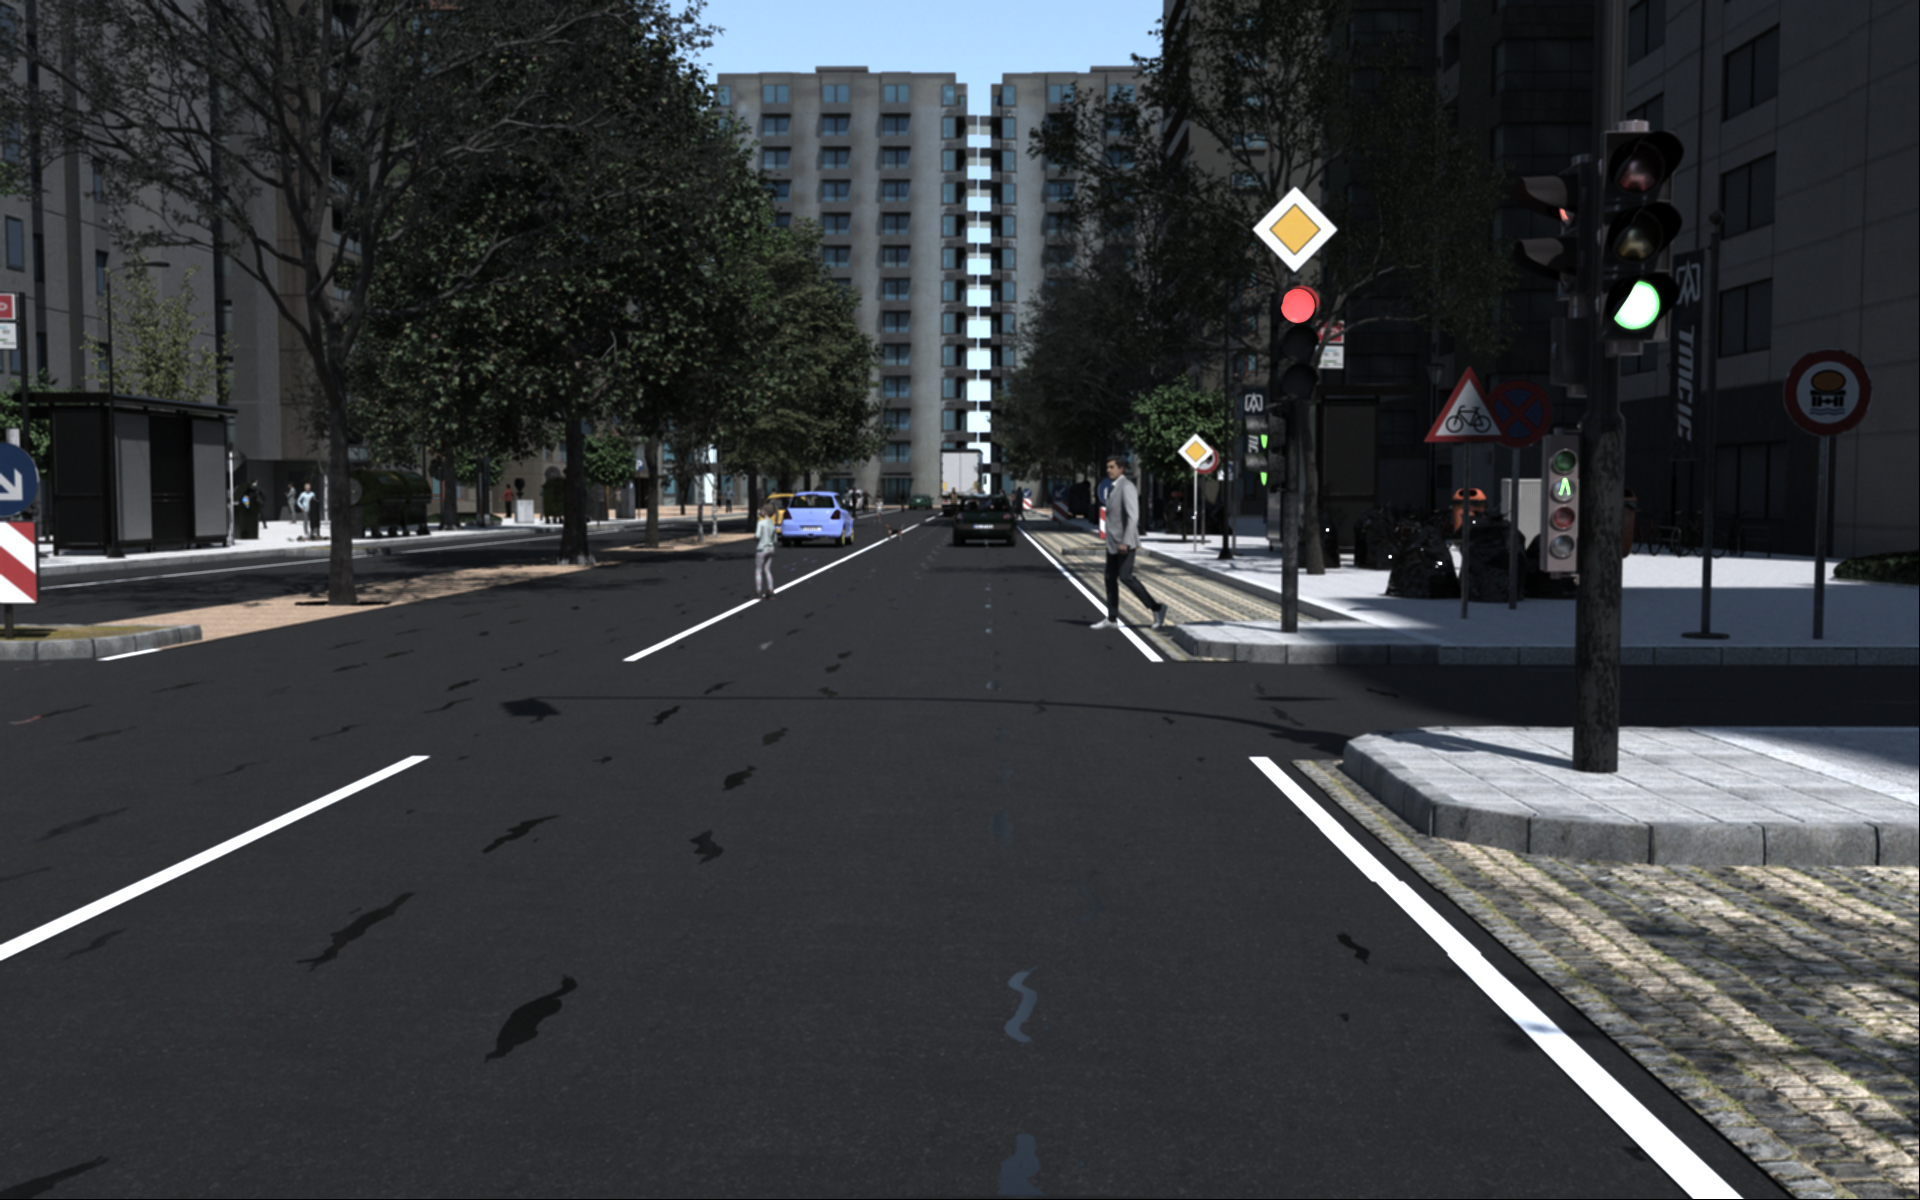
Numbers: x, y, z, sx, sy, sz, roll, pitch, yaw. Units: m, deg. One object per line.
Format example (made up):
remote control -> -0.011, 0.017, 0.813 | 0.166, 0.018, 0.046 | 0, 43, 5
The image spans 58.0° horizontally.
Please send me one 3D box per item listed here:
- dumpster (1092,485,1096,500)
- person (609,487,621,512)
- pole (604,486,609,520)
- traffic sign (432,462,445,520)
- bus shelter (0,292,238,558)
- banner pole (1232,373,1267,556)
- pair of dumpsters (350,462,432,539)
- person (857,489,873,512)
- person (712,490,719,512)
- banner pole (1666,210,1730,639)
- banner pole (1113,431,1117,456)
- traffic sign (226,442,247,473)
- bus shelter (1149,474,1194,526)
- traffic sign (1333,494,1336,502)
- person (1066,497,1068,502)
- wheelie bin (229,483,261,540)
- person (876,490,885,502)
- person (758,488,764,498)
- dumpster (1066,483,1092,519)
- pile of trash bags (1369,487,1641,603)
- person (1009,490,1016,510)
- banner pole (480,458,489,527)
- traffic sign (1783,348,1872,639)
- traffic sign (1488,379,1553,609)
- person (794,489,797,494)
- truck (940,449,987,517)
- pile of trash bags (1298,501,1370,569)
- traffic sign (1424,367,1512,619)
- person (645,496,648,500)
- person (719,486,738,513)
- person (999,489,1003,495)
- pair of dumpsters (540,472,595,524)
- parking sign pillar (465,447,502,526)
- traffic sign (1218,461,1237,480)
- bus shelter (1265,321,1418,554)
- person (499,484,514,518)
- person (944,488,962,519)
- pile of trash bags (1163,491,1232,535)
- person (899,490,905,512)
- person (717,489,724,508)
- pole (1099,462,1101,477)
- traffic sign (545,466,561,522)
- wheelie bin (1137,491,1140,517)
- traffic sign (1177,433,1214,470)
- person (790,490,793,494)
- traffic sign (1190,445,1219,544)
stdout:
dumpster -> 7.647, -5.333, 89.694 | 1.502, 2.255, 1.985 | 0, 4, 1
person -> -24.681, -7.278, 125.042 | 1.348, 1.824, 0.705 | 1, 4, 11
pole -> -17.489, -5.610, 85.564 | 0.158, 3.312, 0.155 | 0, 3, 0
traffic sign -> -20.132, -4.103, 67.193 | 0.768, 2.556, 0.104 | 0, 4, 7
bus shelter -> -18.413, -3.638, 37.117 | 2.179, 5.291, 8.768 | 0, 4, 1
banner pole -> 5.939, -2.812, 35.993 | 0.863, 3.779, 0.401 | 0, 4, -2
pair of dumpsters -> -17.001, -2.970, 51.059 | 1.574, 2.255, 4.437 | 0, 4, 1
person -> -7.365, -7.728, 134.989 | 1.348, 1.807, 0.705 | 1, 4, 15
person -> -17.875, -7.359, 126.371 | 0.705, 1.822, 1.348 | 1, 4, 10
banner pole -> 6.624, -1.565, 15.608 | 0.401, 3.779, 0.863 | -1, 4, -11
banner pole -> 6.126, -4.822, 68.851 | 0.401, 3.779, 0.863 | 0, 4, -2
traffic sign -> -18.373, -2.688, 43.687 | 0.795, 2.593, 0.064 | 0, 4, 2
bus shelter -> 8.804, -5.732, 71.345 | 2.179, 5.291, 8.768 | 0, 4, 1
traffic sign -> 9.113, -2.569, 42.116 | 0.768, 2.556, 0.104 | 1, 4, 10
person -> 10.712, -9.997, 171.947 | 1.348, 1.824, 0.705 | 0, 4, -2
wheelie bin -> -20.209, -2.513, 48.988 | 0.980, 1.594, 0.693 | 3, 5, 43
person -> -6.014, -7.403, 130.254 | 0.721, 1.735, 1.217 | 2, 4, 29
person -> -18.413, -9.279, 157.719 | 1.348, 1.831, 0.705 | 1, 4, 16
dumpster -> 6.056, -5.030, 87.997 | 1.264, 1.857, 1.865 | 0, 4, 1
pile of trash bags -> 7.163, -0.734, 21.746 | 3.447, 1.369, 1.912 | -2, 4, -27
person -> 4.292, -7.826, 137.161 | 0.721, 1.736, 1.217 | 3, 5, 41
banner pole -> -18.398, -4.708, 67.000 | 0.401, 3.779, 0.863 | 0, 4, 1
traffic sign -> 7.595, -0.927, 15.255 | 0.768, 2.556, 0.104 | 0, 4, 2
traffic sign -> 6.162, -1.170, 19.230 | 0.768, 2.556, 0.104 | 0, 4, 3
person -> -15.167, -9.446, 161.285 | 0.742, 1.727, 0.445 | -3, 5, -40
truck -> 0.211, -7.543, 112.247 | 2.839, 4.237, 11.283 | 0, 4, 2
pile of trash bags -> 7.379, -1.240, 30.034 | 3.447, 1.369, 1.912 | 2, 4, 26
traffic sign -> 5.199, -1.087, 17.781 | 0.884, 2.594, 0.081 | 0, 4, 3
person -> -19.833, -6.453, 111.551 | 0.705, 1.824, 1.348 | 2, 4, 24
person -> -16.090, -6.996, 120.411 | 1.348, 1.826, 0.705 | 1, 4, 10
person -> 3.145, -7.744, 135.095 | 0.705, 1.826, 1.348 | -2, 4, -29
pair of dumpsters -> -17.118, -4.475, 75.658 | 1.574, 2.255, 4.437 | 0, 4, 1
parking sign pillar -> -19.446, -5.019, 70.537 | 1.447, 3.967, 1.447 | -1, 4, -20
traffic sign -> 8.212, -3.123, 53.185 | 0.606, 2.300, 0.079 | 0, 4, 3
bus shelter -> 7.735, -3.653, 37.360 | 2.179, 5.291, 8.768 | 0, 4, 1
person -> -24.388, -5.346, 93.386 | 0.705, 1.831, 1.348 | 1, 4, 20
person -> -0.348, -5.673, 101.345 | 1.348, 1.812, 0.705 | -2, 4, -25
pile of trash bags -> 7.410, -2.798, 55.506 | 1.912, 1.369, 3.447 | -1, 4, -13
person -> -4.699, -7.957, 139.423 | 0.721, 1.723, 1.217 | 1, 4, 17
person -> -22.304, -9.384, 160.189 | 1.217, 1.735, 0.721 | 3, 4, 36
pole -> 7.156, -5.764, 88.081 | 0.158, 3.312, 0.155 | 0, 3, 0
traffic sign -> -18.751, -4.870, 79.726 | 0.768, 2.556, 0.104 | 0, 4, 8
wheelie bin -> 8.687, -4.832, 86.917 | 0.693, 1.594, 0.980 | -1, 4, -15
traffic sign -> 5.089, -2.297, 37.295 | 0.795, 2.593, 0.064 | 0, 4, 4
person -> -13.491, -7.953, 139.259 | 1.217, 1.735, 0.721 | 1, 4, 11
traffic sign -> 6.192, -2.687, 44.035 | 0.768, 2.556, 0.104 | 1, 4, 9
